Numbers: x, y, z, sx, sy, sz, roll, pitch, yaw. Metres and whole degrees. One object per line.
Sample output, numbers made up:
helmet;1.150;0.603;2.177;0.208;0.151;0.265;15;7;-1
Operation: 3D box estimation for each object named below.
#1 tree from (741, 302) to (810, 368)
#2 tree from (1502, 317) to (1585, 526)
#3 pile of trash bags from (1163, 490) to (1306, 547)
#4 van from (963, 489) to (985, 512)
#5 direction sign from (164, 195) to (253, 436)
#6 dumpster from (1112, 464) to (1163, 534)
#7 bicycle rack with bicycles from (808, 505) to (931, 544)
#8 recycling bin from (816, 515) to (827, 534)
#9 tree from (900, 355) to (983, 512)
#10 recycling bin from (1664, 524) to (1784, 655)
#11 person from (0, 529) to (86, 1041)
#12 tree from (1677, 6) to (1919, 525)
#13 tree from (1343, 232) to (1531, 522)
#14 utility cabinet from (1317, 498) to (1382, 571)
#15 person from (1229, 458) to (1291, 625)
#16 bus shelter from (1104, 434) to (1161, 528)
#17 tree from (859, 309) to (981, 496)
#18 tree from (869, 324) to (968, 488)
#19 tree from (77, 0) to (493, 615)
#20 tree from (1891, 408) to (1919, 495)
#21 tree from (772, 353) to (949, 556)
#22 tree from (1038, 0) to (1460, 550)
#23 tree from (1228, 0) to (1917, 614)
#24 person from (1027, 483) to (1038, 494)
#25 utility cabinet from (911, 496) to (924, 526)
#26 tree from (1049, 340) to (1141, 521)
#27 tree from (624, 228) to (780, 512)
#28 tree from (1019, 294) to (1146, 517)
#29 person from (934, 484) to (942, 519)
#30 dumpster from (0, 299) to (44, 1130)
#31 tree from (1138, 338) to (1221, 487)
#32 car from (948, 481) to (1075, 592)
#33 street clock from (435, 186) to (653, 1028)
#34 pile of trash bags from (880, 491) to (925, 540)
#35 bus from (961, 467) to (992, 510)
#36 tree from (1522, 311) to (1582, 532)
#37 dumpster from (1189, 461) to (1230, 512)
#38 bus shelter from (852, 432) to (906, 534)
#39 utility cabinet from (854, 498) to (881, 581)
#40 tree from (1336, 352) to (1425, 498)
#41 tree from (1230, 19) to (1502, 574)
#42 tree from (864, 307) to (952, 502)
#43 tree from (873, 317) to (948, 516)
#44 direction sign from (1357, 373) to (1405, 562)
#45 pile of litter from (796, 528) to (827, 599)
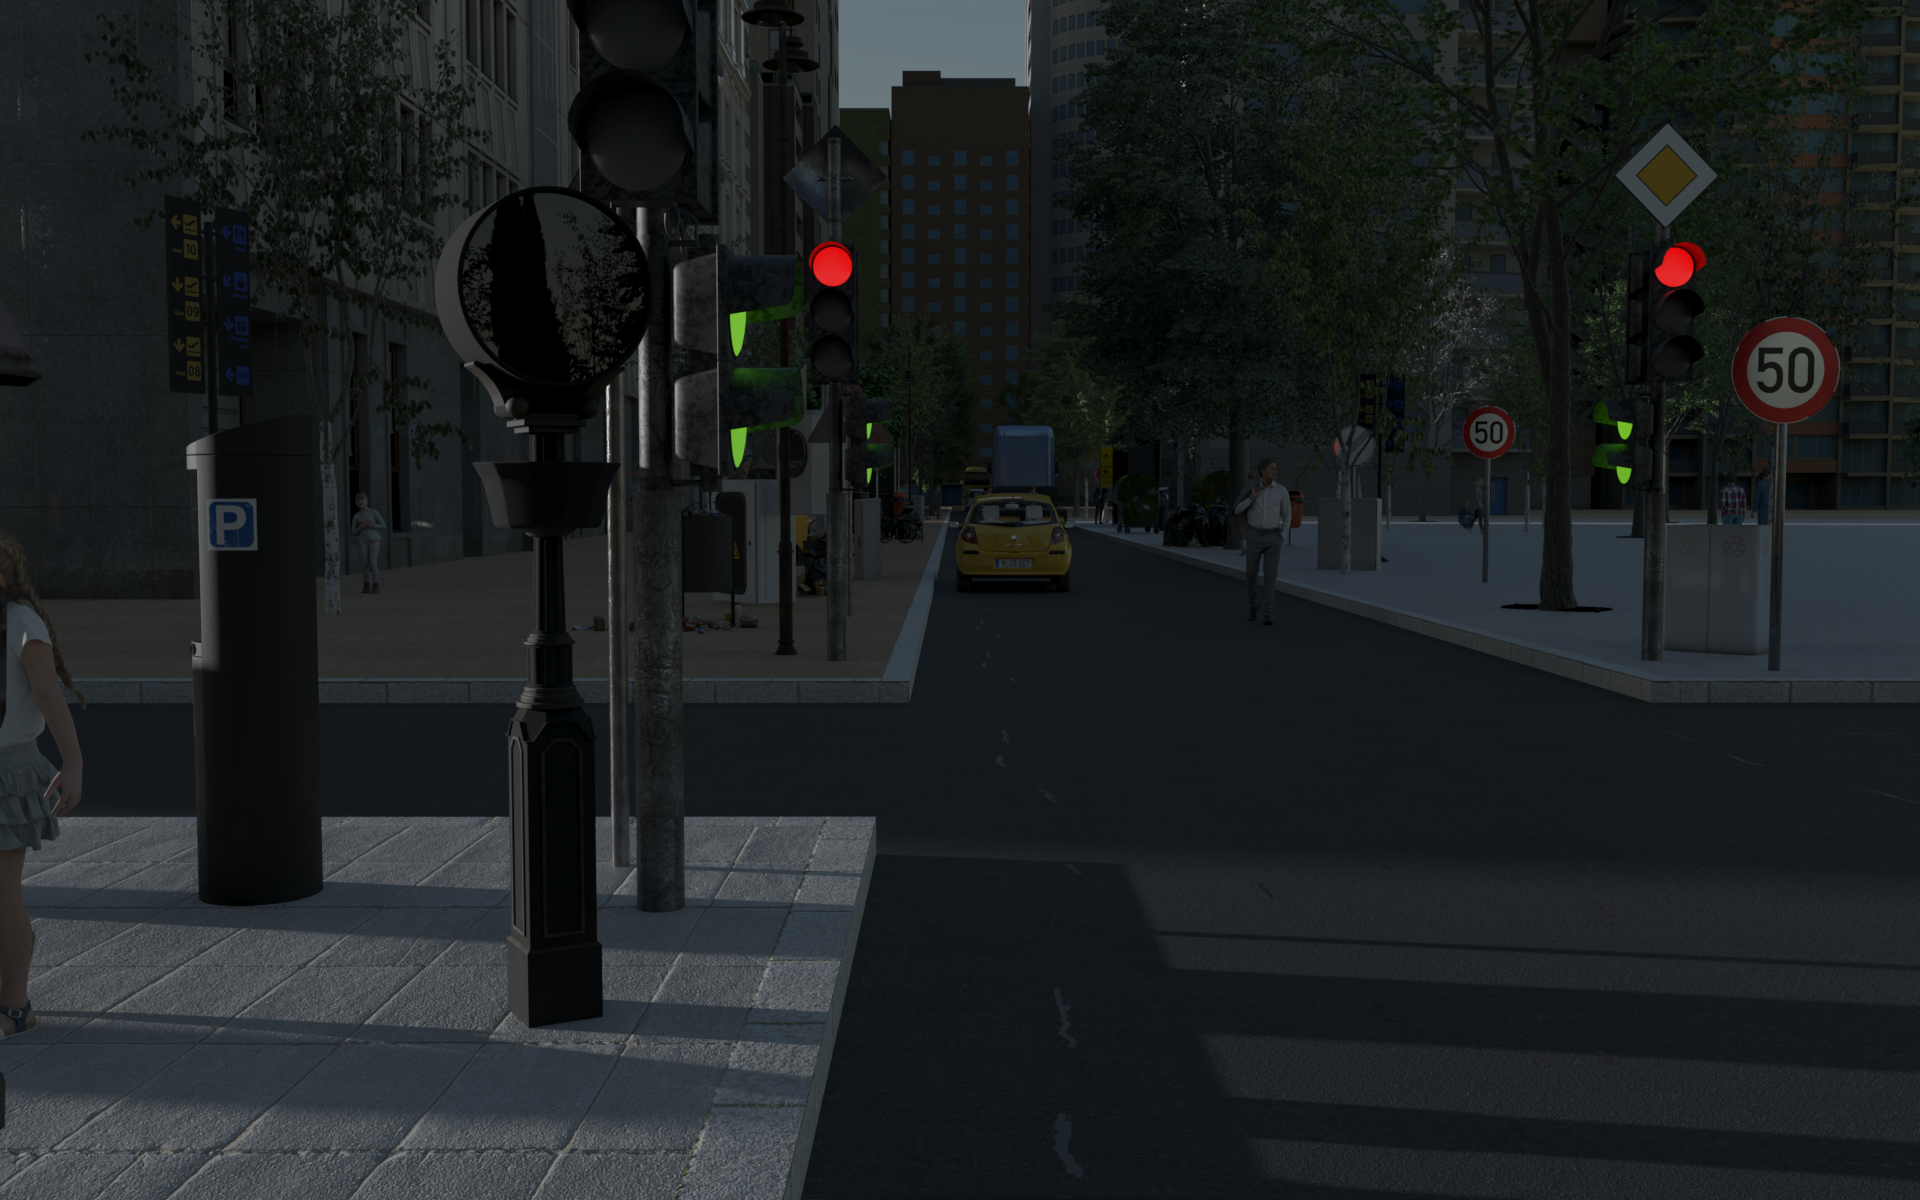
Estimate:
tree;-6.296;-6.846;62.287;4.737;8.622;4.395;0;3;0
tree;23.715;-7.305;69.798;4.360;8.622;3.978;0;3;0
pile of trash bags;6.753;-2.005;42.542;3.447;1.369;1.912;0;4;-1
van;1.303;-8.195;141.000;2.013;2.044;4.112;0;4;-1
direction sign;-5.868;-1.322;13.614;0.379;3.537;0.876;1;4;18
dumpster;5.818;-3.318;56.740;1.502;2.255;1.985;0;4;0
bicycle rack with bicycles;-2.202;-1.978;45.727;2.925;0.926;2.852;3;5;40
recycling bin;-3.084;-1.816;42.249;0.722;1.027;0.722;-1;4;-21
tree;-1.965;-12.667;125.238;7.486;12.596;7.792;0;3;0
recycling bin;6.272;-0.101;14.213;0.722;1.027;0.722;3;5;42
person;-2.215;0.425;4.110;0.505;1.210;0.382;2;4;27
tree;12.944;-4.687;26.992;4.360;8.622;3.978;0;3;0
tree;21.446;-10.344;79.491;12.009;13.543;11.850;0;3;0
utility cabinet;6.586;-1.108;29.277;1.020;1.237;0.306;2;4;30
person;3.341;-0.653;19.282;0.679;1.850;0.850;0;4;6
bus shelter;6.794;-4.719;68.431;1.731;3.624;6.357;0;4;0
tree;-2.277;-9.308;86.604;8.767;10.594;7.601;3;5;44
tree;-2.006;-7.664;75.677;4.360;8.622;3.978;0;3;0
tree;-6.639;-4.130;17.883;4.360;8.622;3.978;0;3;0
tree;53.454;-7.056;78.270;20.602;7.101;11.467;2;4;33
tree;-2.635;-3.200;36.027;4.285;4.588;4.351;0;3;0
tree;6.432;-8.136;39.679;9.857;13.997;8.962;0;3;0
tree;6.440;-5.695;18.861;9.928;11.665;9.643;0;3;0
person;2.213;-2.691;53.055;0.519;1.759;0.362;0;4;-2
utility cabinet;-1.951;-3.600;70.023;1.020;1.237;0.306;2;4;30
tree;6.307;-8.119;83.106;4.737;8.622;4.395;0;3;0
tree;-6.864;-5.862;46.212;4.360;8.622;3.978;0;3;0
tree;6.974;-10.981;97.666;7.486;12.596;7.792;0;3;0
person;-1.106;-5.050;88.785;0.419;1.800;0.721;0;4;3
dumpster;-1.829;0.265;1.419;1.264;1.857;1.865;0;3;0
tree;10.248;-7.670;75.765;4.360;8.622;3.978;0;3;0
car;0.807;-1.016;26.838;2.015;1.641;3.980;0;4;1
street clock;-1.001;0.021;4.222;0.471;2.002;0.358;-2;4;-30
pile of trash bags;-1.915;-2.466;50.075;1.912;1.369;3.447;0;4;4
bus;1.509;-10.132;157.198;2.896;3.916;12.252;0;3;0
tree;19.128;-6.629;58.748;4.737;8.622;4.395;0;3;0
dumpster;7.684;-2.990;51.373;1.502;2.255;1.985;0;4;0
bus shelter;-3.070;-4.993;59.269;2.179;5.291;8.768;0;3;0
utility cabinet;-1.403;-0.912;26.074;0.306;1.237;1.020;-1;4;-10
tree;16.495;-7.355;70.610;4.360;8.622;3.978;0;3;0
tree;6.191;-4.705;27.286;4.737;8.622;4.395;0;3;0
tree;-2.155;-7.191;67.935;4.737;8.622;4.395;0;3;0
tree;-1.795;-10.783;102.059;9.928;11.665;9.643;0;3;0
direction sign;7.907;-2.484;32.612;0.876;3.537;0.379;1;4;18
pile of litter;-2.044;-0.498;22.099;1.176;0.858;1.719;1;4;13
